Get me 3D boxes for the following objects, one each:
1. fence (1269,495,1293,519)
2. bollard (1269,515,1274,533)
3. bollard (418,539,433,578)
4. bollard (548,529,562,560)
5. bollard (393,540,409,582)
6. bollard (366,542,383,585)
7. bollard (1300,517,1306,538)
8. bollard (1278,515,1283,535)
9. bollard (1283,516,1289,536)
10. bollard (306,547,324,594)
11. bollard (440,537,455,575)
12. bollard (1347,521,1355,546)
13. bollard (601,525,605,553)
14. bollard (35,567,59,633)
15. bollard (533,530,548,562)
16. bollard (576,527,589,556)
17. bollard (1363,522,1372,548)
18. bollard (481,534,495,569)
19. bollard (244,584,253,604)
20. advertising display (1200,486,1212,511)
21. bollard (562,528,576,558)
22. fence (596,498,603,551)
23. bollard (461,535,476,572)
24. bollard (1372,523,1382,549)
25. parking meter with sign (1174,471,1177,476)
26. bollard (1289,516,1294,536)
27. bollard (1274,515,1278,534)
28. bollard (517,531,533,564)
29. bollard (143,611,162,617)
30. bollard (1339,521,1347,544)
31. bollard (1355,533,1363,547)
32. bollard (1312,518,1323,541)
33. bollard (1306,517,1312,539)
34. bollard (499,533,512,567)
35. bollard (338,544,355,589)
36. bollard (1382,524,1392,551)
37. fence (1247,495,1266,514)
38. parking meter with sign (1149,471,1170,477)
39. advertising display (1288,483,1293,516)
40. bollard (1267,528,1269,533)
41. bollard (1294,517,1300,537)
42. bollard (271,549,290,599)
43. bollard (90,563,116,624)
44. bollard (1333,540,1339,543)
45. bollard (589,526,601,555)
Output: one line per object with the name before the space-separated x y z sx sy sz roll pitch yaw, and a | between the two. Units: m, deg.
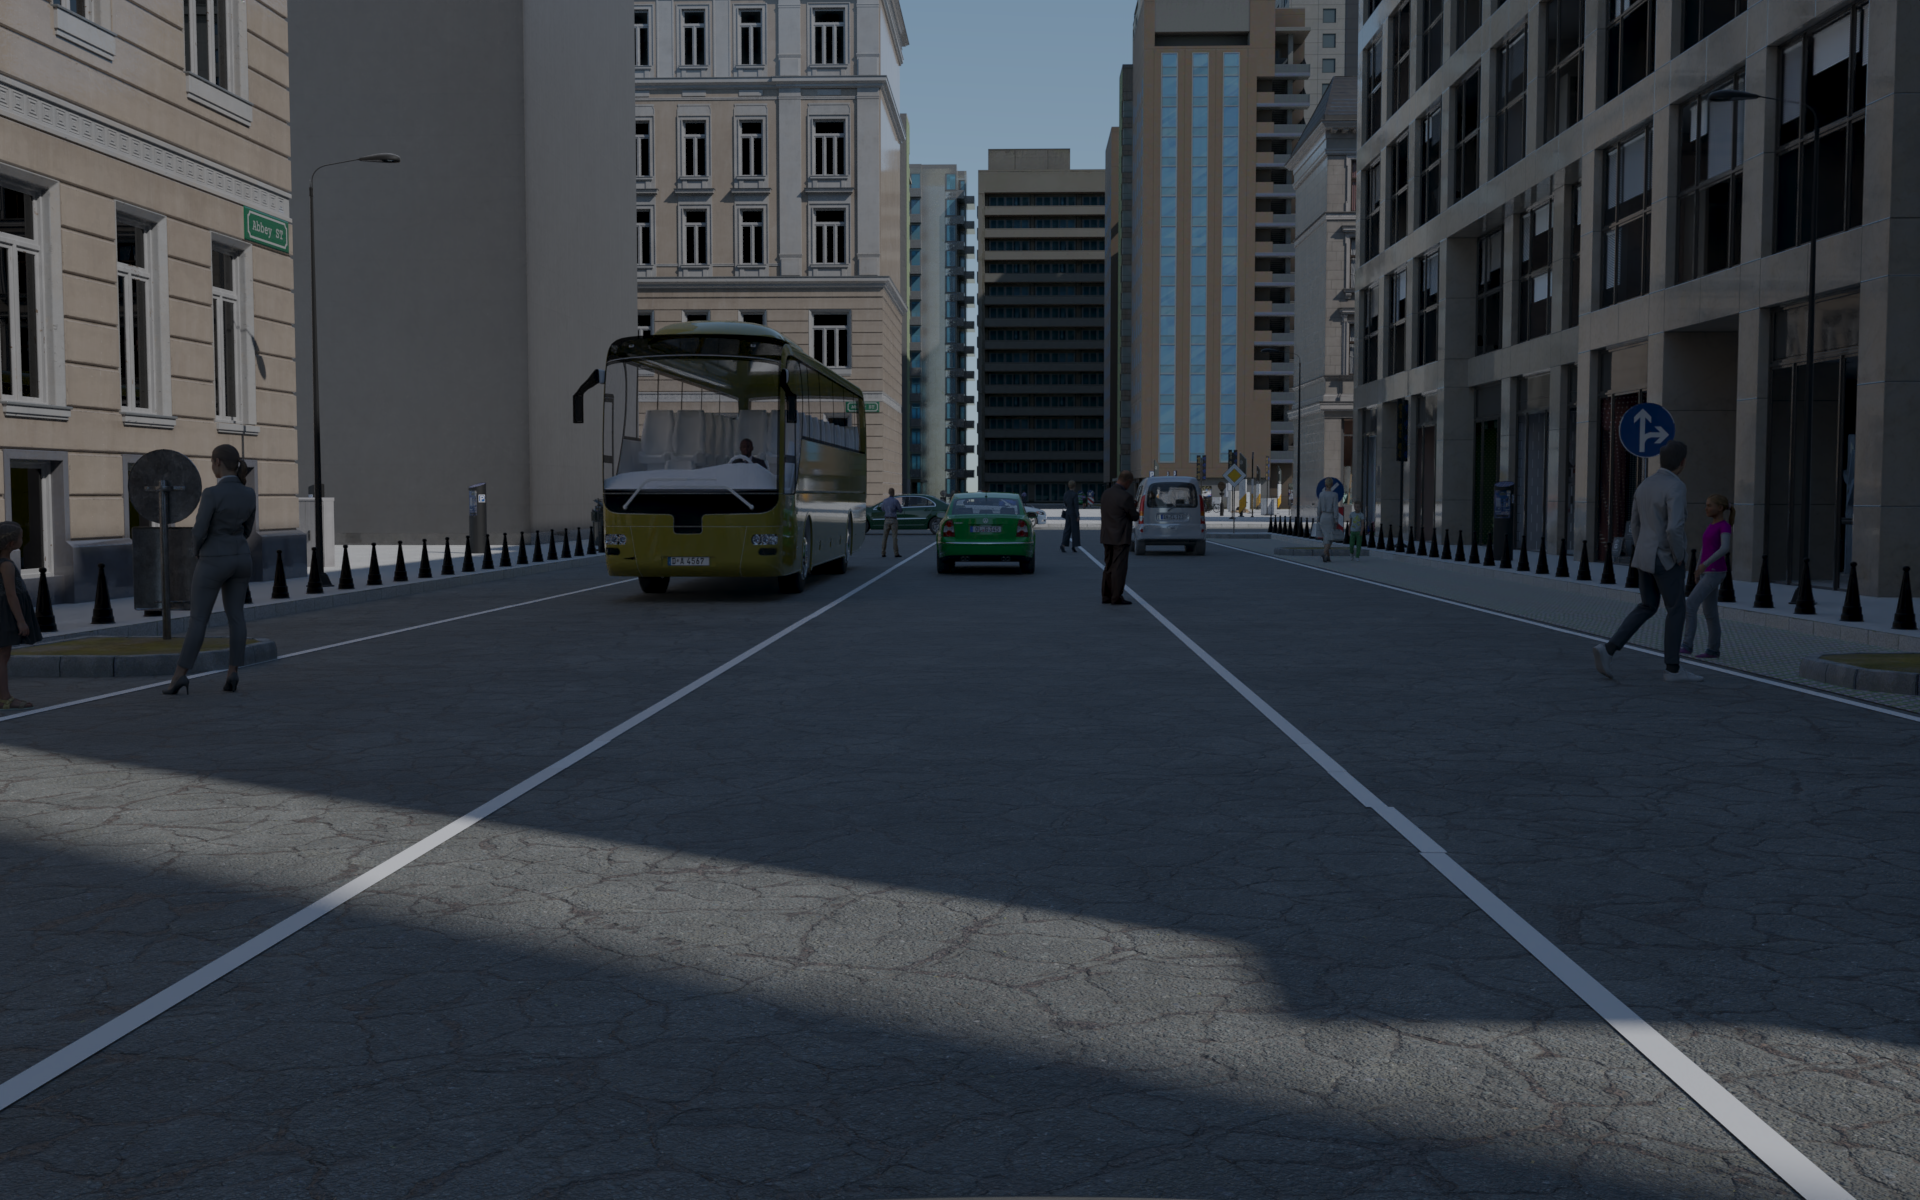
fence | 17.131 -4.785 89.437 2.264 1.192 0.480 0 4 1
bollard | 10.321 -2.485 56.670 0.229 0.601 0.229 0 3 0
bollard | -8.183 -0.639 26.486 0.229 0.601 0.229 0 3 0
bollard | -7.940 -1.082 33.730 0.229 0.601 0.229 0 3 0
bollard | -8.219 -0.575 25.437 0.229 0.601 0.229 0 3 0
bollard | -8.254 -0.511 24.401 0.229 0.601 0.229 0 3 0
bollard | 10.114 -2.107 50.495 0.229 0.601 0.229 0 3 0
bollard | 10.250 -2.359 54.613 0.229 0.601 0.229 0 3 0
bollard | 10.215 -2.296 53.587 0.229 0.601 0.229 0 3 0
bollard | -8.320 -0.384 22.327 0.229 0.601 0.229 0 3 0
bollard | -8.145 -0.703 27.529 0.229 0.601 0.229 0 3 0
bollard | 9.868 -1.665 43.268 0.229 0.601 0.229 0 3 0
bollard | -7.800 -1.334 37.845 0.229 0.601 0.229 0 3 0
bollard | -8.532 -0.005 16.127 0.229 0.601 0.229 0 3 0
bollard | -7.973 -1.019 32.704 0.229 0.601 0.229 0 3 0
bollard | -7.871 -1.207 35.783 0.229 0.601 0.229 0 3 0
bollard | 9.800 -1.539 41.210 0.229 0.601 0.229 0 3 0
bollard | -8.073 -0.829 29.603 0.229 0.601 0.229 0 3 0
bollard | -8.394 -0.258 20.254 0.229 0.601 0.229 0 3 0
advertising display | 18.880 -7.834 133.295 0.974 1.923 0.123 0 4 2
bollard | -7.906 -1.145 34.757 0.229 0.601 0.229 0 3 0
fence | -8.107 -1.762 40.007 0.480 1.192 2.264 0 4 1
bollard | -8.112 -0.766 28.562 0.229 0.601 0.229 0 3 0
bollard | 9.769 -1.476 40.174 0.229 0.601 0.229 0 3 0
parking meter with sign | 16.897 -8.407 133.719 1.738 3.016 0.543 0 4 -4
bollard | 10.187 -2.233 52.553 0.229 0.601 0.229 0 3 0
bollard | 10.288 -2.422 55.644 0.229 0.601 0.229 0 3 0
bollard | -8.004 -0.956 31.671 0.229 0.601 0.229 0 3 0
bollard | -8.462 -0.131 18.186 0.229 0.601 0.229 0 3 0
bollard | 9.906 -1.728 44.294 0.229 0.601 0.229 0 3 0
bollard | 9.835 -1.602 42.239 0.229 0.601 0.229 0 3 0
bollard | 10.045 -1.980 48.418 0.229 0.601 0.229 0 3 0
bollard | 10.077 -2.043 49.451 0.229 0.601 0.229 0 3 0
bollard | -8.045 -0.893 30.641 0.229 0.601 0.229 0 3 0
bollard | -8.287 -0.448 23.373 0.229 0.601 0.229 0 3 0
bollard | 9.732 -1.413 39.148 0.229 0.601 0.229 0 3 0
fence | 19.740 -6.210 112.732 0.480 1.192 2.264 -3 5 -42
parking meter with sign | 15.248 -8.316 132.230 1.738 3.016 0.543 -3 5 -41
advertising display | 19.840 -5.979 102.968 0.123 1.923 0.974 -2 4 -25
bollard | 10.357 -2.548 57.696 0.229 0.601 0.229 0 3 0
bollard | 10.150 -2.170 51.521 0.229 0.601 0.229 0 3 0
bollard | -8.359 -0.321 21.287 0.229 0.601 0.229 0 3 0
bollard | -8.496 -0.068 17.154 0.229 0.601 0.229 0 3 0
bollard | 9.937 -1.791 45.320 0.229 0.601 0.229 0 3 0
bollard | -7.835 -1.271 36.819 0.229 0.601 0.229 0 3 0
